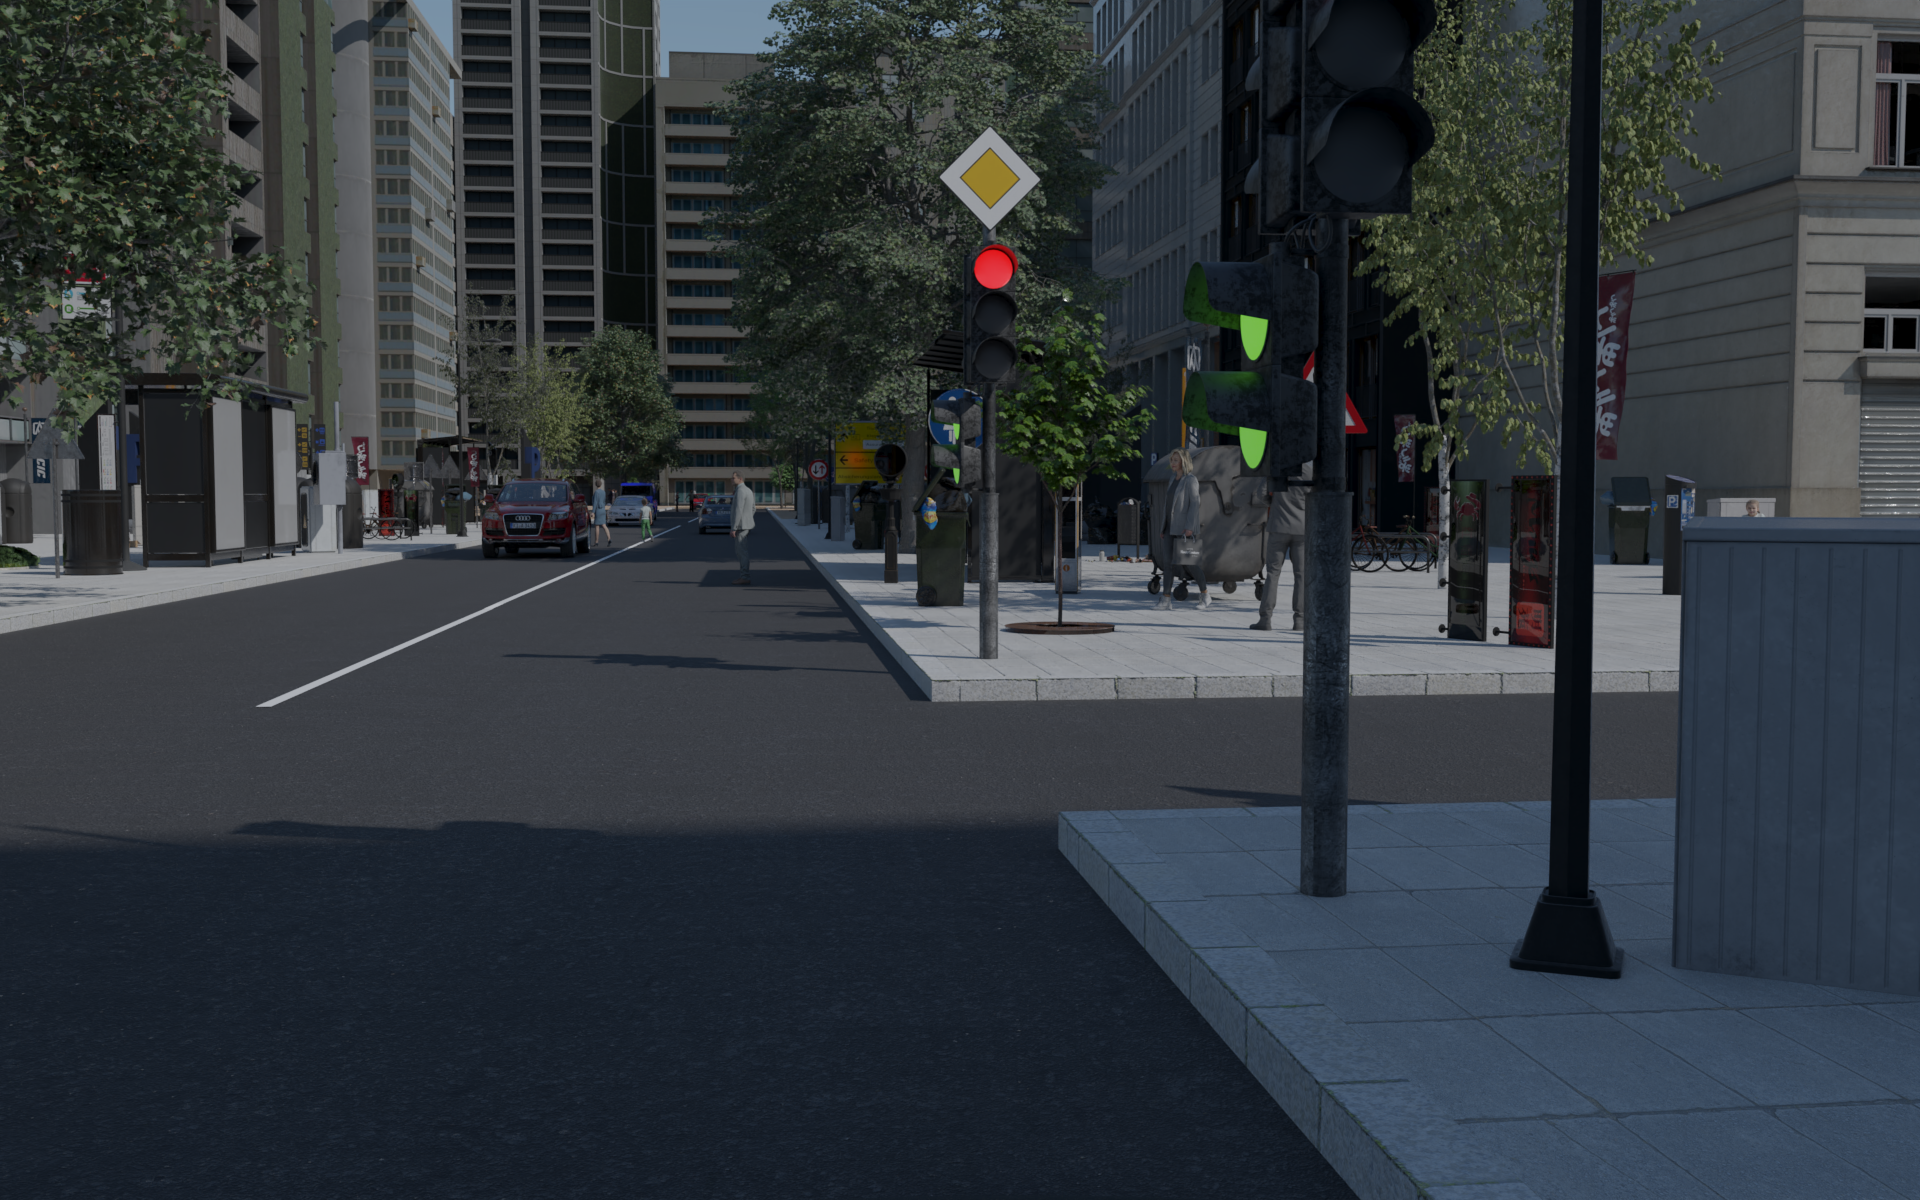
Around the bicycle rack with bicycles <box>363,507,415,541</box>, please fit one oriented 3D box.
[{"bbox_3d":[-16.520,-2.128,48.175,2.925,0.926,2.852,-2,4,-26],"label":"bicycle rack with bicycles"}]

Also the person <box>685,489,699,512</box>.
[{"bbox_3d":[-21.351,-7.908,137.813,1.348,1.823,0.705,-3,5,-43],"label":"person"}]

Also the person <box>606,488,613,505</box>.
[{"bbox_3d":[-27.491,-7.908,135.788,0.568,1.767,0.683,-2,4,-30],"label":"person"}]

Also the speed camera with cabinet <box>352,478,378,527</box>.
[{"bbox_3d":[-23.529,-4.512,68.106,2.038,3.252,0.660,-2,4,-28],"label":"speed camera with cabinet"}]

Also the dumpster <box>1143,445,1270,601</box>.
[{"bbox_3d":[3.069,-0.959,21.440,1.264,1.857,1.865,0,4,-7],"label":"dumpster"}]

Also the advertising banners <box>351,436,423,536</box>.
[{"bbox_3d":[-17.446,-3.457,52.712,2.074,3.025,0.090,0,4,-3],"label":"advertising banners"}]

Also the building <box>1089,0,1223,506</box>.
[{"bbox_3d":[13.918,-18.224,75.456,11.434,29.767,29.804,0,4,-7],"label":"building"}]

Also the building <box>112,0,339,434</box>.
[{"bbox_3d":[-41.503,-19.535,91.098,14.160,30.474,14.107,0,4,-7],"label":"building"}]

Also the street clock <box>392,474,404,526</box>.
[{"bbox_3d":[-19.822,-3.459,61.130,0.471,2.002,0.358,3,5,43],"label":"street clock"}]

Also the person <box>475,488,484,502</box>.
[{"bbox_3d":[-42.230,-8.899,151.678,1.348,1.807,0.705,0,4,1],"label":"person"}]

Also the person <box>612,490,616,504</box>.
[{"bbox_3d":[-31.717,-9.277,158.518,0.445,1.727,0.742,0,4,4],"label":"person"}]

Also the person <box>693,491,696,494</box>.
[{"bbox_3d":[-25.030,-9.447,163.689,1.217,1.736,0.721,2,4,23],"label":"person"}]

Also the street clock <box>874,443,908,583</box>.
[{"bbox_3d":[-0.992,-1.244,24.907,0.471,2.002,0.358,0,4,3],"label":"street clock"}]

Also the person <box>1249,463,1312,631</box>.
[{"bbox_3d":[3.077,-0.643,16.363,0.655,1.846,0.447,0,4,5],"label":"person"}]

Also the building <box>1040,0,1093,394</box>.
[{"bbox_3d":[11.470,-20.169,101.466,14.160,30.474,14.107,0,4,-7],"label":"building"}]

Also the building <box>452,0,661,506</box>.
[{"bbox_3d":[-43.802,-46.055,191.245,20.611,71.187,20.563,0,4,-7],"label":"building"}]

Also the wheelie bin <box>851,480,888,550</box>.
[{"bbox_3d":[-2.068,-1.972,40.158,0.693,1.594,0.980,2,4,30],"label":"wheelie bin"}]

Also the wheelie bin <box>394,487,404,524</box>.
[{"bbox_3d":[-23.632,-4.001,73.320,0.980,1.594,0.693,1,4,21],"label":"wheelie bin"}]

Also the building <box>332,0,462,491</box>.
[{"bbox_3d":[-50.593,-26.699,128.417,23.993,40.220,32.217,0,4,-7],"label":"building"}]

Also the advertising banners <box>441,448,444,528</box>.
[{"bbox_3d":[-19.875,-4.301,66.514,0.090,3.025,2.074,-1,4,-18],"label":"advertising banners"}]

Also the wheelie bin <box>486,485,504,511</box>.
[{"bbox_3d":[-15.579,-3.089,58.412,0.980,1.594,0.693,0,4,6],"label":"wheelie bin"}]

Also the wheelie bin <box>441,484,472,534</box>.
[{"bbox_3d":[-16.038,-2.889,55.150,0.980,1.594,0.693,-1,4,-9],"label":"wheelie bin"}]

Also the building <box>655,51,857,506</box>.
[{"bbox_3d":[-22.801,-34.932,194.842,21.600,48.544,21.300,0,4,-7],"label":"building"}]

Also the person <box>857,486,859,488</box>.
[{"bbox_3d":[-5.048,-4.909,86.483,0.661,1.801,0.590,2,4,28],"label":"person"}]

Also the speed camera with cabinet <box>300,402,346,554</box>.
[{"bbox_3d":[-13.882,-2.651,37.687,0.660,3.252,2.038,-2,4,-31],"label":"speed camera with cabinet"}]

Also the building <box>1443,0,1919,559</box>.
[{"bbox_3d":[27.614,-12.531,38.170,30.059,22.955,16.112,0,4,-7],"label":"building"}]

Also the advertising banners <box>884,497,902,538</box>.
[{"bbox_3d":[-2.161,-3.372,51.318,0.090,3.025,2.074,-3,5,-44],"label":"advertising banners"}]

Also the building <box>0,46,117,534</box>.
[{"bbox_3d":[-35.343,-22.504,51.528,14.154,41.232,14.086,0,4,-7],"label":"building"}]

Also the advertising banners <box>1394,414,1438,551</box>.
[{"bbox_3d":[10.337,-2.532,37.582,2.074,3.025,0.090,3,5,42],"label":"advertising banners"}]

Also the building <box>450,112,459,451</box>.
[{"bbox_3d":[-60.644,-30.783,186.895,14.086,41.232,14.154,0,4,-7],"label":"building"}]

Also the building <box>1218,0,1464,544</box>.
[{"bbox_3d":[16.048,-13.641,52.708,12.332,23.373,15.834,0,4,-7],"label":"building"}]

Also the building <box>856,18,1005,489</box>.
[{"bbox_3d":[1.389,-37.446,201.473,27.495,52.752,28.713,0,4,-7],"label":"building"}]

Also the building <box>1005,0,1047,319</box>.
[{"bbox_3d":[9.767,-26.392,115.104,14.154,41.232,14.086,0,4,-7],"label":"building"}]

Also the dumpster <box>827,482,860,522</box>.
[{"bbox_3d":[-4.325,-3.624,65.003,1.264,1.857,1.865,0,4,-7],"label":"dumpster"}]

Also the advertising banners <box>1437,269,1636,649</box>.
[{"bbox_3d":[4.785,-1.119,14.490,0.090,3.025,2.074,-2,4,-27],"label":"advertising banners"}]

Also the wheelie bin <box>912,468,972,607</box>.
[{"bbox_3d":[-0.206,-0.740,20.003,0.693,1.594,0.980,0,4,0],"label":"wheelie bin"}]

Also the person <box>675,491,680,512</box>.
[{"bbox_3d":[-22.790,-7.952,139.980,0.593,1.643,0.415,3,5,45],"label":"person"}]

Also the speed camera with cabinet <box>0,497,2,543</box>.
[{"bbox_3d":[-18.677,-2.275,31.539,2.038,3.252,0.660,-1,4,-21],"label":"speed camera with cabinet"}]

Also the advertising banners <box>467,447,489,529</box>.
[{"bbox_3d":[-17.287,-4.145,63.961,2.074,3.025,0.090,1,4,18],"label":"advertising banners"}]

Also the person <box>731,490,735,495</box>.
[{"bbox_3d":[-12.979,-5.465,99.330,0.415,1.643,0.593,2,4,23],"label":"person"}]

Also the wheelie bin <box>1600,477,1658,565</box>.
[{"bbox_3d":[12.186,-1.452,31.645,0.980,1.594,0.693,1,4,8],"label":"wheelie bin"}]

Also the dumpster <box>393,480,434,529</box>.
[{"bbox_3d":[-20.268,-3.573,64.175,1.264,1.857,1.865,0,4,-7],"label":"dumpster"}]

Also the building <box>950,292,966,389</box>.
[{"bbox_3d":[14.497,-17.927,138.141,27.650,21.520,28.899,0,4,-7],"label":"building"}]

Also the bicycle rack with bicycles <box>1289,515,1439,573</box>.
[{"bbox_3d":[7.162,-0.956,29.018,2.925,0.926,2.852,1,4,20],"label":"bicycle rack with bicycles"}]
